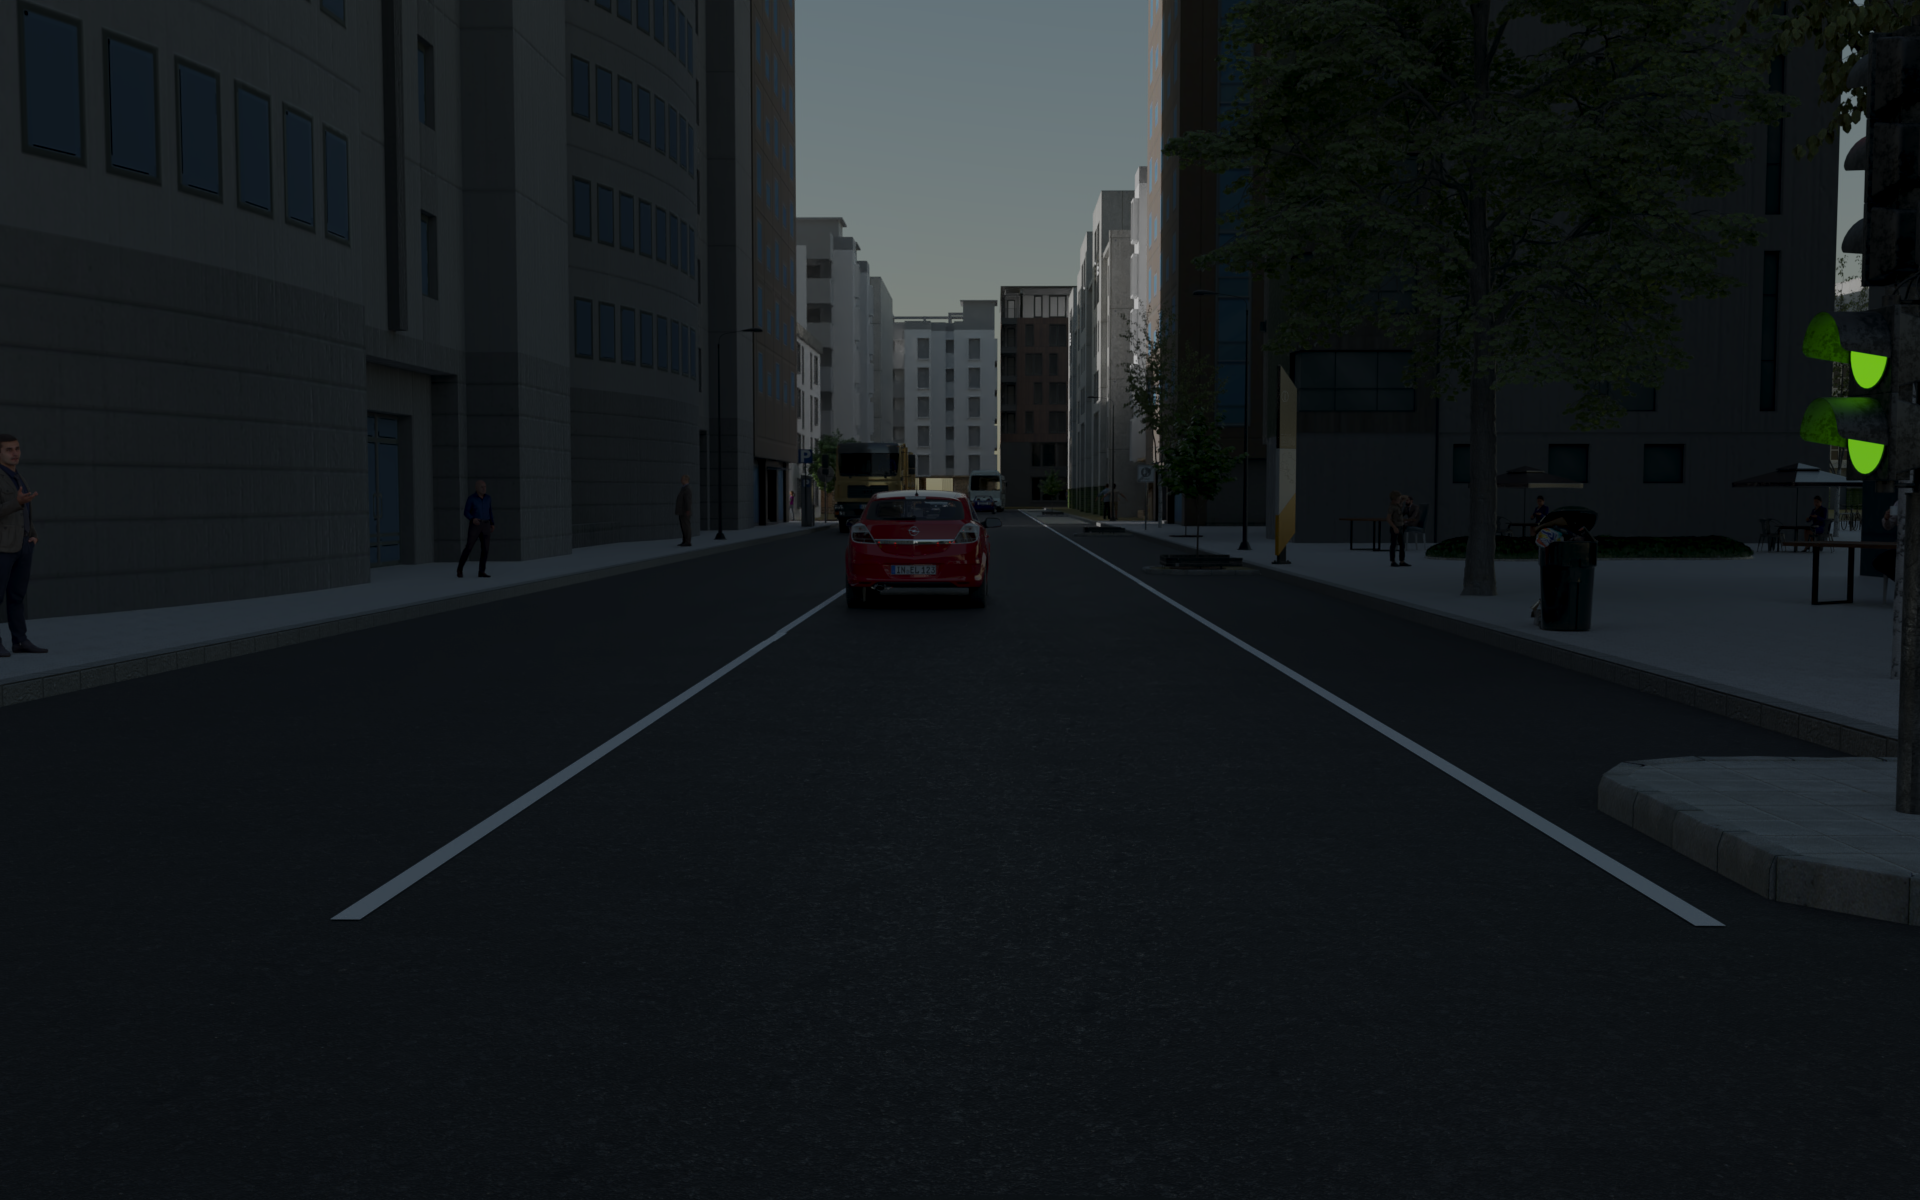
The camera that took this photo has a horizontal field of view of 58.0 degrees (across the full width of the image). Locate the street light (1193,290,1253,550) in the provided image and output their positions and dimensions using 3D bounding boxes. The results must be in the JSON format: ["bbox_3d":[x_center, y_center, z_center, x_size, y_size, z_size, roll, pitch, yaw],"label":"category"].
[{"bbox_3d":[5.996,-4.101,39.587,1.470,5.913,1.316,0,4,1],"label":"street light"}]

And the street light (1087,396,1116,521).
[{"bbox_3d":[6.705,-6.694,81.982,1.470,5.913,1.316,0,4,1],"label":"street light"}]

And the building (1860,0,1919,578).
[{"bbox_3d":[24.158,-35.260,14.748,20.611,71.187,20.563,0,4,1],"label":"building"}]

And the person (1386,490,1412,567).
[{"bbox_3d":[7.755,-1.261,30.573,0.340,1.345,0.435,2,4,35],"label":"person"}]

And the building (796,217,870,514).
[{"bbox_3d":[-14.642,-15.911,116.557,16.016,20.091,11.380,0,4,1],"label":"building"}]

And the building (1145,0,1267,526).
[{"bbox_3d":[15.610,-25.936,74.167,14.600,45.320,14.200,0,4,1],"label":"building"}]

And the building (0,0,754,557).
[{"bbox_3d":[-18.519,-31.051,49.689,21.231,58.520,28.212,0,4,1],"label":"building"}]

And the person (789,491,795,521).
[{"bbox_3d":[-8.152,-4.467,82.312,0.776,1.435,0.726,0,4,6],"label":"person"}]

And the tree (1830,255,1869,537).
[{"bbox_3d":[26.201,-6.216,51.991,4.360,8.622,3.978,0,3,0],"label":"tree"}]

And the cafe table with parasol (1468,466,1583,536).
[{"bbox_3d":[13.721,-2.276,42.079,2.610,1.966,2.610,2,4,26],"label":"cafe table with parasol"}]

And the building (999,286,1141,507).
[{"bbox_3d":[20.493,-20.577,180.407,32.646,21.610,27.936,0,4,1],"label":"building"}]

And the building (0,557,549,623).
[{"bbox_3d":[-19.033,-29.322,21.411,21.231,58.520,28.212,0,4,1],"label":"building"}]

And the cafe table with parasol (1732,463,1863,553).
[{"bbox_3d":[18.463,-2.039,38.205,2.610,1.966,2.610,3,5,39],"label":"cafe table with parasol"}]

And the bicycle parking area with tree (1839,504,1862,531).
[{"bbox_3d":[31.735,-4.683,63.573,9.016,4.147,8.231,-2,4,-27],"label":"bicycle parking area with tree"}]

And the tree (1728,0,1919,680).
[{"bbox_3d":[6.625,-3.740,11.513,4.737,8.622,4.395,0,3,0],"label":"tree"}]

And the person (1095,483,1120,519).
[{"bbox_3d":[7.516,-5.033,88.324,1.348,1.826,0.705,2,4,24],"label":"person"}]

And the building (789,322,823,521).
[{"bbox_3d":[-12.215,-9.476,97.076,9.099,9.664,28.070,0,4,1],"label":"building"}]

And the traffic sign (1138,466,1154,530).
[{"bbox_3d":[6.618,-3.641,61.664,0.606,2.300,0.079,1,4,9],"label":"traffic sign"}]

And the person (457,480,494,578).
[{"bbox_3d":[-7.406,-1.088,26.529,0.574,1.496,0.600,-1,4,-22],"label":"person"}]

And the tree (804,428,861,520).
[{"bbox_3d":[-6.018,-6.226,85.508,4.285,4.588,4.351,0,3,0],"label":"tree"}]

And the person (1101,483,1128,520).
[{"bbox_3d":[7.679,-4.908,86.299,1.348,1.824,0.705,1,4,9],"label":"person"}]

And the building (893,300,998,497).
[{"bbox_3d":[-1.914,-19.508,175.371,11.380,20.091,16.016,0,4,1],"label":"building"}]

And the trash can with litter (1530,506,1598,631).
[{"bbox_3d":[5.677,-0.314,16.527,0.624,1.170,1.055,0,4,3],"label":"trash can with litter"}]

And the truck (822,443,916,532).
[{"bbox_3d":[-3.268,-4.380,67.537,3.469,3.379,9.791,0,4,2],"label":"truck"}]

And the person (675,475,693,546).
[{"bbox_3d":[-6.780,-2.195,42.489,0.434,1.755,0.990,-1,4,-18],"label":"person"}]

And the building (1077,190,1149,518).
[{"bbox_3d":[16.743,-14.859,109.405,16.747,18.905,31.486,0,4,1],"label":"building"}]

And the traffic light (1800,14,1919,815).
[{"bbox_3d":[3.841,-1.098,6.876,0.839,4.253,0.868,0,4,1],"label":"traffic light"}]

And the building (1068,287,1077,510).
[{"bbox_3d":[17.884,-16.782,140.837,16.747,18.905,31.486,0,4,1],"label":"building"}]

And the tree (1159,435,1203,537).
[{"bbox_3d":[6.878,-3.497,51.774,1.663,3.219,1.824,0,3,0],"label":"tree"}]

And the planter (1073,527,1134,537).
[{"bbox_3d":[4.859,-2.312,58.939,1.991,0.319,1.994,0,4,1],"label":"planter"}]

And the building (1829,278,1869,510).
[{"bbox_3d":[66.115,-17.243,148.379,31.486,18.905,16.747,0,4,1],"label":"building"}]

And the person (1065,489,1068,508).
[{"bbox_3d":[9.944,-9.331,159.058,0.683,1.767,0.568,2,4,28],"label":"person"}]

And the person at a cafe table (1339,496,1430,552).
[{"bbox_3d":[9.802,-1.742,39.348,1.726,1.238,1.698,-1,4,-16],"label":"person at a cafe table"}]

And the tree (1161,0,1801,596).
[{"bbox_3d":[6.455,-6.356,22.053,7.486,12.596,7.792,0,3,0],"label":"tree"}]

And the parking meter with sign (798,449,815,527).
[{"bbox_3d":[-5.988,-4.395,68.121,0.543,3.016,1.738,0,4,1],"label":"parking meter with sign"}]

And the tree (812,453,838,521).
[{"bbox_3d":[-6.146,-5.353,82.131,1.663,3.219,1.824,0,3,0],"label":"tree"}]

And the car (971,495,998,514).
[{"bbox_3d":[1.714,-6.847,124.532,1.945,1.354,3.894,0,4,3],"label":"car"}]

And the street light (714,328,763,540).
[{"bbox_3d":[-6.208,-4.649,48.554,1.470,5.913,1.316,0,4,1],"label":"street light"}]

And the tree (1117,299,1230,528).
[{"bbox_3d":[7.721,-7.033,65.347,4.737,8.622,4.395,0,3,0],"label":"tree"}]

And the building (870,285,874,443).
[{"bbox_3d":[-14.331,-16.616,128.090,16.016,20.091,11.380,0,4,1],"label":"building"}]

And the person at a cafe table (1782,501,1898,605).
[{"bbox_3d":[10.715,-0.696,19.887,1.622,1.524,1.698,-2,4,-33],"label":"person at a cafe table"}]

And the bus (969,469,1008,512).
[{"bbox_3d":[2.307,-8.982,141.709,2.948,3.499,13.247,0,4,3],"label":"bus"}]

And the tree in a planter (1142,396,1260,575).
[{"bbox_3d":[4.347,-2.100,31.554,1.991,3.239,1.994,0,4,1],"label":"tree in a planter"}]

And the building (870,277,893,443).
[{"bbox_3d":[-22.009,-17.320,149.632,31.486,18.905,16.747,0,4,1],"label":"building"}]

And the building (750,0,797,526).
[{"bbox_3d":[-14.481,-25.754,71.187,14.600,45.320,14.200,0,4,1],"label":"building"}]

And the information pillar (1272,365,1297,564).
[{"bbox_3d":[5.950,-2.466,31.670,0.504,3.616,0.183,-3,5,-40],"label":"information pillar"}]

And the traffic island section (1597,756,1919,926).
[{"bbox_3d":[3.881,0.935,6.990,2.009,0.180,2.903,0,4,1],"label":"traffic island section"}]

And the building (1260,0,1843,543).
[{"bbox_3d":[15.903,-17.090,51.126,14.160,30.474,14.107,0,4,1],"label":"building"}]

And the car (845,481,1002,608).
[{"bbox_3d":[-0.511,-0.874,23.325,2.155,1.783,4.494,0,4,1],"label":"car"}]

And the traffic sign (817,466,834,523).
[{"bbox_3d":[-5.920,-4.654,76.191,0.768,2.556,0.104,0,4,4],"label":"traffic sign"}]

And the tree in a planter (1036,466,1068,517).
[{"bbox_3d":[5.815,-6.842,109.092,1.991,3.239,1.994,0,4,1],"label":"tree in a planter"}]

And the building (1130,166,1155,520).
[{"bbox_3d":[16.853,-14.162,87.969,16.016,20.091,11.380,0,4,1],"label":"building"}]

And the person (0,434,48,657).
[{"bbox_3d":[-7.409,-0.438,13.734,0.750,1.759,0.617,1,4,18],"label":"person"}]
